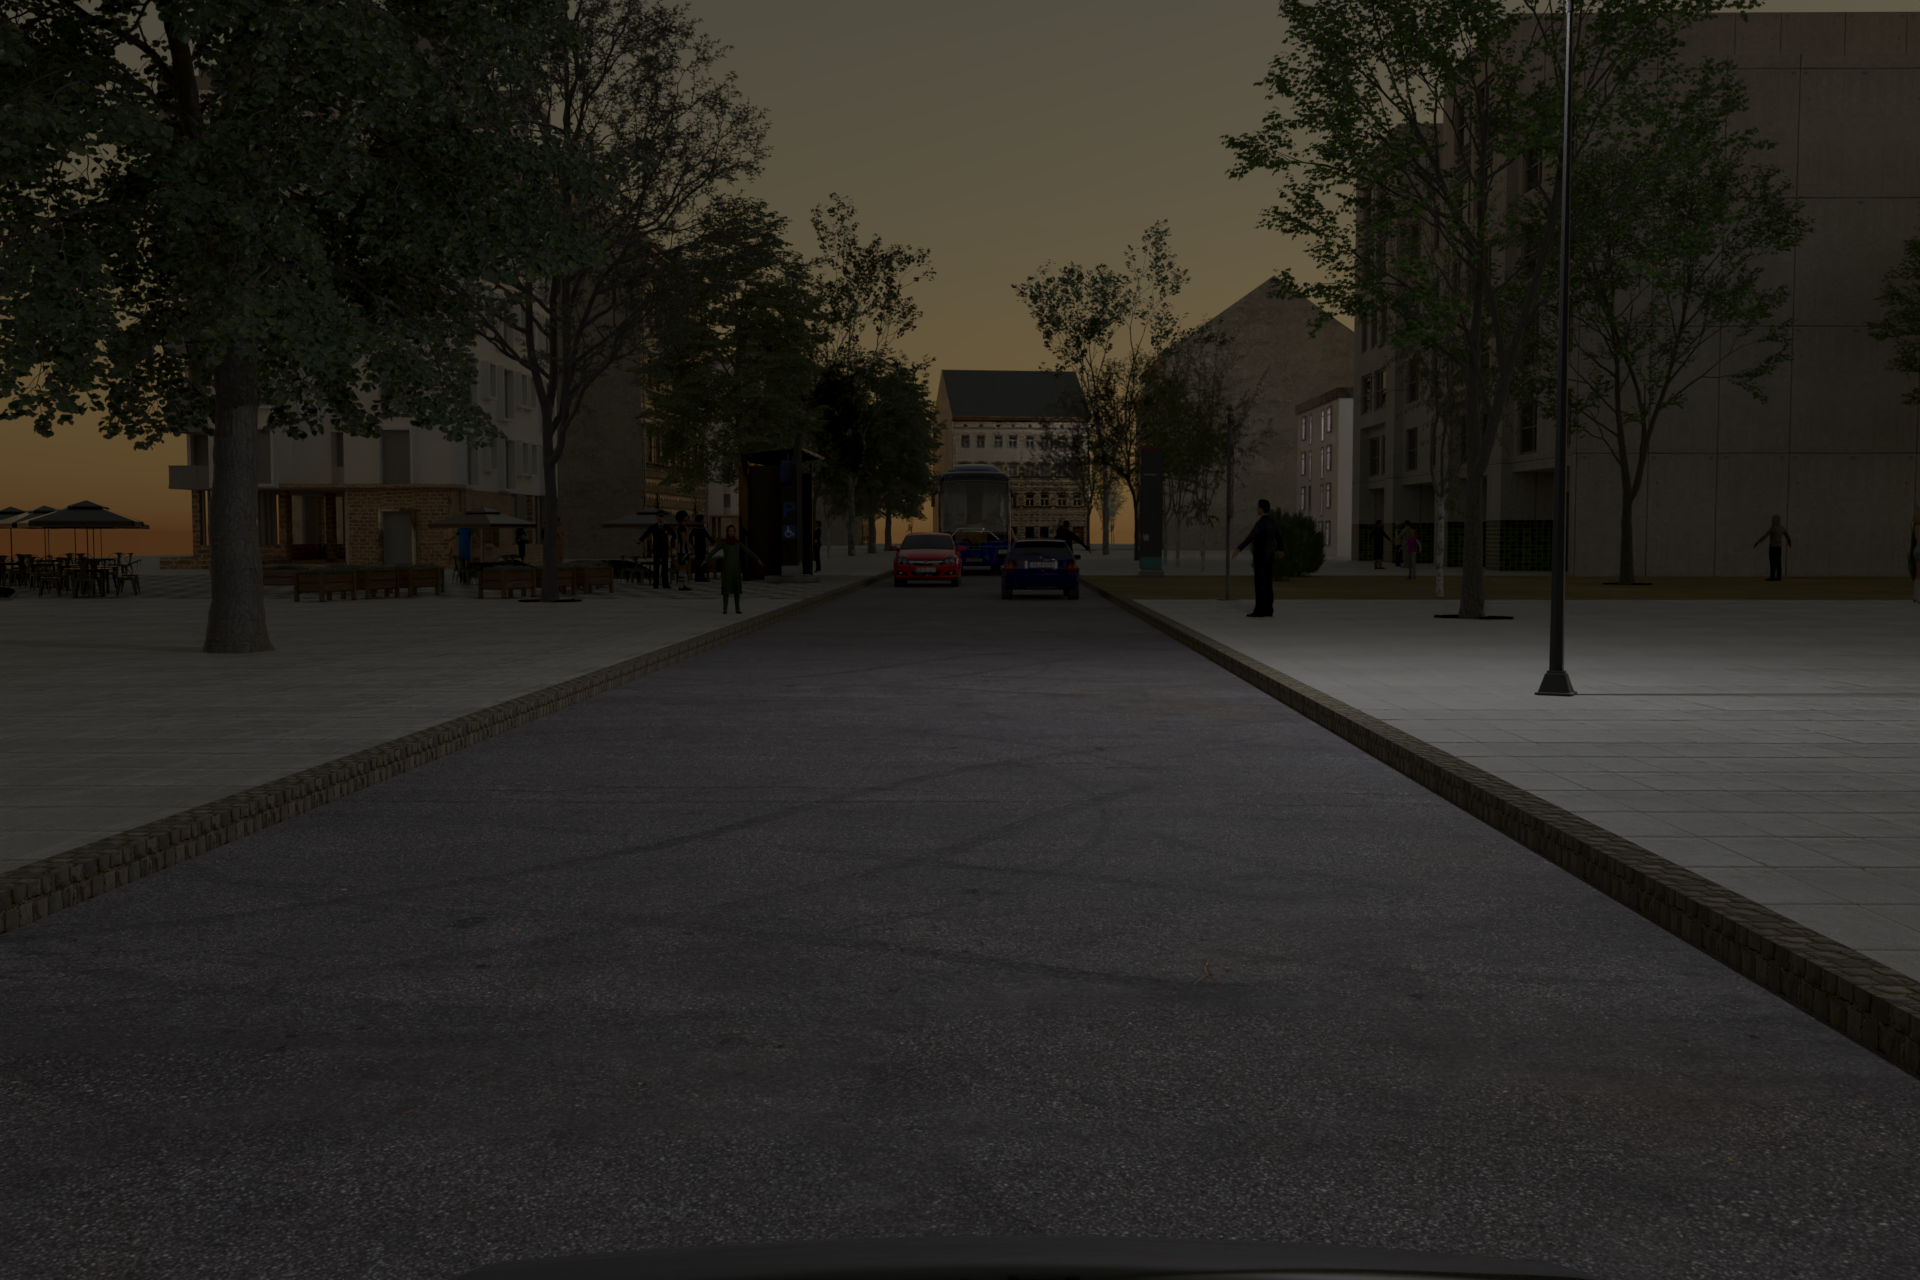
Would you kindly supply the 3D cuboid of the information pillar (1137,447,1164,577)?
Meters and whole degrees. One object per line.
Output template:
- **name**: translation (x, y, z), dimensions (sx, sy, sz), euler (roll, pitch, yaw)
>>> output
- **information pillar**: translation (5.713, -3.820, 51.838), dimensions (0.750, 3.857, 0.750), euler (0, 4, 1)

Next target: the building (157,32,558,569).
- **building**: translation (-23.201, -12.735, 64.633), dimensions (16.016, 20.090, 11.380), euler (0, 4, 0)

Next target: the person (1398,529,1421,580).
- **person**: translation (12.651, -2.410, 48.675), dimensions (0.599, 1.433, 0.991), euler (-2, 4, -24)

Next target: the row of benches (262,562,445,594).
- **row of benches**: translation (-13.167, -1.352, 37.564), dimensions (4.104, 0.672, 1.422), euler (0, 4, -6)

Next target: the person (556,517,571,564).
- **person**: translation (-10.604, -2.401, 46.058), dimensions (0.721, 1.733, 1.217), euler (-2, 4, -30)

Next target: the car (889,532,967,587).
- **car**: translation (-0.879, -2.402, 48.308), dimensions (2.155, 1.783, 4.494), euler (0, 4, 1)

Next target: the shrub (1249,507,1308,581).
- **shrub**: translation (8.660, -2.641, 47.215), dimensions (1.661, 2.075, 1.752), euler (0, 3, 0)

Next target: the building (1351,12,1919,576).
- **building**: translation (27.109, -12.298, 67.529), dimensions (16.747, 18.905, 31.486), euler (0, 4, 1)

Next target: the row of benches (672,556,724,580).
- **row of benches**: translation (-7.107, -2.108, 49.923), dimensions (1.422, 0.672, 4.104), euler (1, 4, 21)

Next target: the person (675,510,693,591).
- **person**: translation (-6.256, -2.028, 39.297), dimensions (0.704, 1.843, 1.345), euler (-1, 4, -16)

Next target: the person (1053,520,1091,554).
- **person**: translation (2.883, -2.324, 46.680), dimensions (1.346, 1.802, 0.704), euler (2, 4, 26)

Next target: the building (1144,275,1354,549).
- **building**: translation (26.817, -19.925, 156.702), dimensions (19.493, 23.208, 18.063), euler (0, 4, 1)

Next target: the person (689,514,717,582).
- **person**: translation (-6.944, -2.464, 46.468), dimensions (0.705, 1.806, 1.347), euler (-3, 5, -42)

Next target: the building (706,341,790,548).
- **building**: translation (-22.328, -18.785, 163.555), dimensions (16.016, 20.090, 11.380), euler (0, 4, 2)

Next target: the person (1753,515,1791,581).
- **person**: translation (22.296, -2.525, 47.405), dimensions (1.348, 1.813, 0.705), euler (-1, 4, -22)

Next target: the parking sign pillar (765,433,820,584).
- **parking sign pillar**: translation (-4.417, -3.487, 45.486), dimensions (1.447, 3.967, 1.447), euler (0, 4, 1)

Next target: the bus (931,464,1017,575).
- **bus**: translation (0.590, -4.459, 64.444), dimensions (2.896, 3.916, 12.251), euler (0, 4, 1)

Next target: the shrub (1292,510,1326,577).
- **shrub**: translation (10.234, -2.916, 52.099), dimensions (1.690, 2.028, 1.600), euler (0, 3, 0)

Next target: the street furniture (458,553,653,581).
- **street furniture**: translation (-11.918, -2.246, 52.341), dimensions (5.734, 0.657, 10.072), euler (0, 4, -8)

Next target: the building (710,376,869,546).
- **building**: translation (-20.173, -22.693, 201.957), dimensions (19.493, 23.208, 18.063), euler (0, 4, 2)

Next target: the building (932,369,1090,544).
- **building**: translation (6.518, -24.324, 231.089), dimensions (18.063, 23.208, 19.493), euler (-1, 4, -8)

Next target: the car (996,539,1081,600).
- **car**: translation (1.786, -1.630, 39.226), dimensions (1.945, 1.354, 3.894), euler (0, 4, 1)

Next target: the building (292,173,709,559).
- **building**: translation (-25.174, -16.336, 98.028), dimensions (19.493, 23.208, 18.063), euler (0, 4, 2)

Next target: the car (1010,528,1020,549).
- **car**: translation (1.816, -4.682, 85.229), dimensions (2.281, 1.827, 5.304), euler (0, 4, 0)

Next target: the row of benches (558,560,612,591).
- **row of benches**: translation (-8.758, -1.508, 40.111), dimensions (1.422, 0.672, 4.104), euler (0, 4, 1)

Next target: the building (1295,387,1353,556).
- **building**: translation (26.083, -9.603, 99.155), dimensions (9.099, 9.664, 28.070), euler (0, 4, 1)

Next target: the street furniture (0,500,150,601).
- **street furniture**: translation (-27.859, -2.363, 43.670), dimensions (14.083, 1.986, 27.439), euler (-2, 4, -29)

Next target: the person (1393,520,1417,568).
- **person**: translation (16.935, -3.640, 65.700), dimensions (1.347, 1.806, 0.705), euler (-2, 4, -34)

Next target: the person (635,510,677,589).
- **person**: translation (-7.043, -2.132, 40.799), dimensions (1.347, 1.837, 0.705), euler (-2, 4, -30)

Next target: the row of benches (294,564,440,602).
- **row of benches**: translation (-11.781, -1.161, 34.451), dimensions (1.422, 0.672, 4.104), euler (1, 4, 16)

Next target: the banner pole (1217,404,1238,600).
- **banner pole**: translation (5.196, -2.647, 33.302), dimensions (0.401, 3.779, 0.863), euler (0, 4, 1)

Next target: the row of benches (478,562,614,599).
- **row of benches**: translation (-8.597, -1.256, 35.991), dimensions (1.422, 0.672, 4.104), euler (1, 4, 21)

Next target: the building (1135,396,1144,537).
- **building**: translation (29.237, -21.926, 189.423), dimensions (19.493, 23.208, 18.063), euler (0, 4, 1)

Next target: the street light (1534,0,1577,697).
- **street light**: translation (5.301, -2.514, 13.640), dimensions (1.470, 5.913, 1.316), euler (0, 4, 1)
